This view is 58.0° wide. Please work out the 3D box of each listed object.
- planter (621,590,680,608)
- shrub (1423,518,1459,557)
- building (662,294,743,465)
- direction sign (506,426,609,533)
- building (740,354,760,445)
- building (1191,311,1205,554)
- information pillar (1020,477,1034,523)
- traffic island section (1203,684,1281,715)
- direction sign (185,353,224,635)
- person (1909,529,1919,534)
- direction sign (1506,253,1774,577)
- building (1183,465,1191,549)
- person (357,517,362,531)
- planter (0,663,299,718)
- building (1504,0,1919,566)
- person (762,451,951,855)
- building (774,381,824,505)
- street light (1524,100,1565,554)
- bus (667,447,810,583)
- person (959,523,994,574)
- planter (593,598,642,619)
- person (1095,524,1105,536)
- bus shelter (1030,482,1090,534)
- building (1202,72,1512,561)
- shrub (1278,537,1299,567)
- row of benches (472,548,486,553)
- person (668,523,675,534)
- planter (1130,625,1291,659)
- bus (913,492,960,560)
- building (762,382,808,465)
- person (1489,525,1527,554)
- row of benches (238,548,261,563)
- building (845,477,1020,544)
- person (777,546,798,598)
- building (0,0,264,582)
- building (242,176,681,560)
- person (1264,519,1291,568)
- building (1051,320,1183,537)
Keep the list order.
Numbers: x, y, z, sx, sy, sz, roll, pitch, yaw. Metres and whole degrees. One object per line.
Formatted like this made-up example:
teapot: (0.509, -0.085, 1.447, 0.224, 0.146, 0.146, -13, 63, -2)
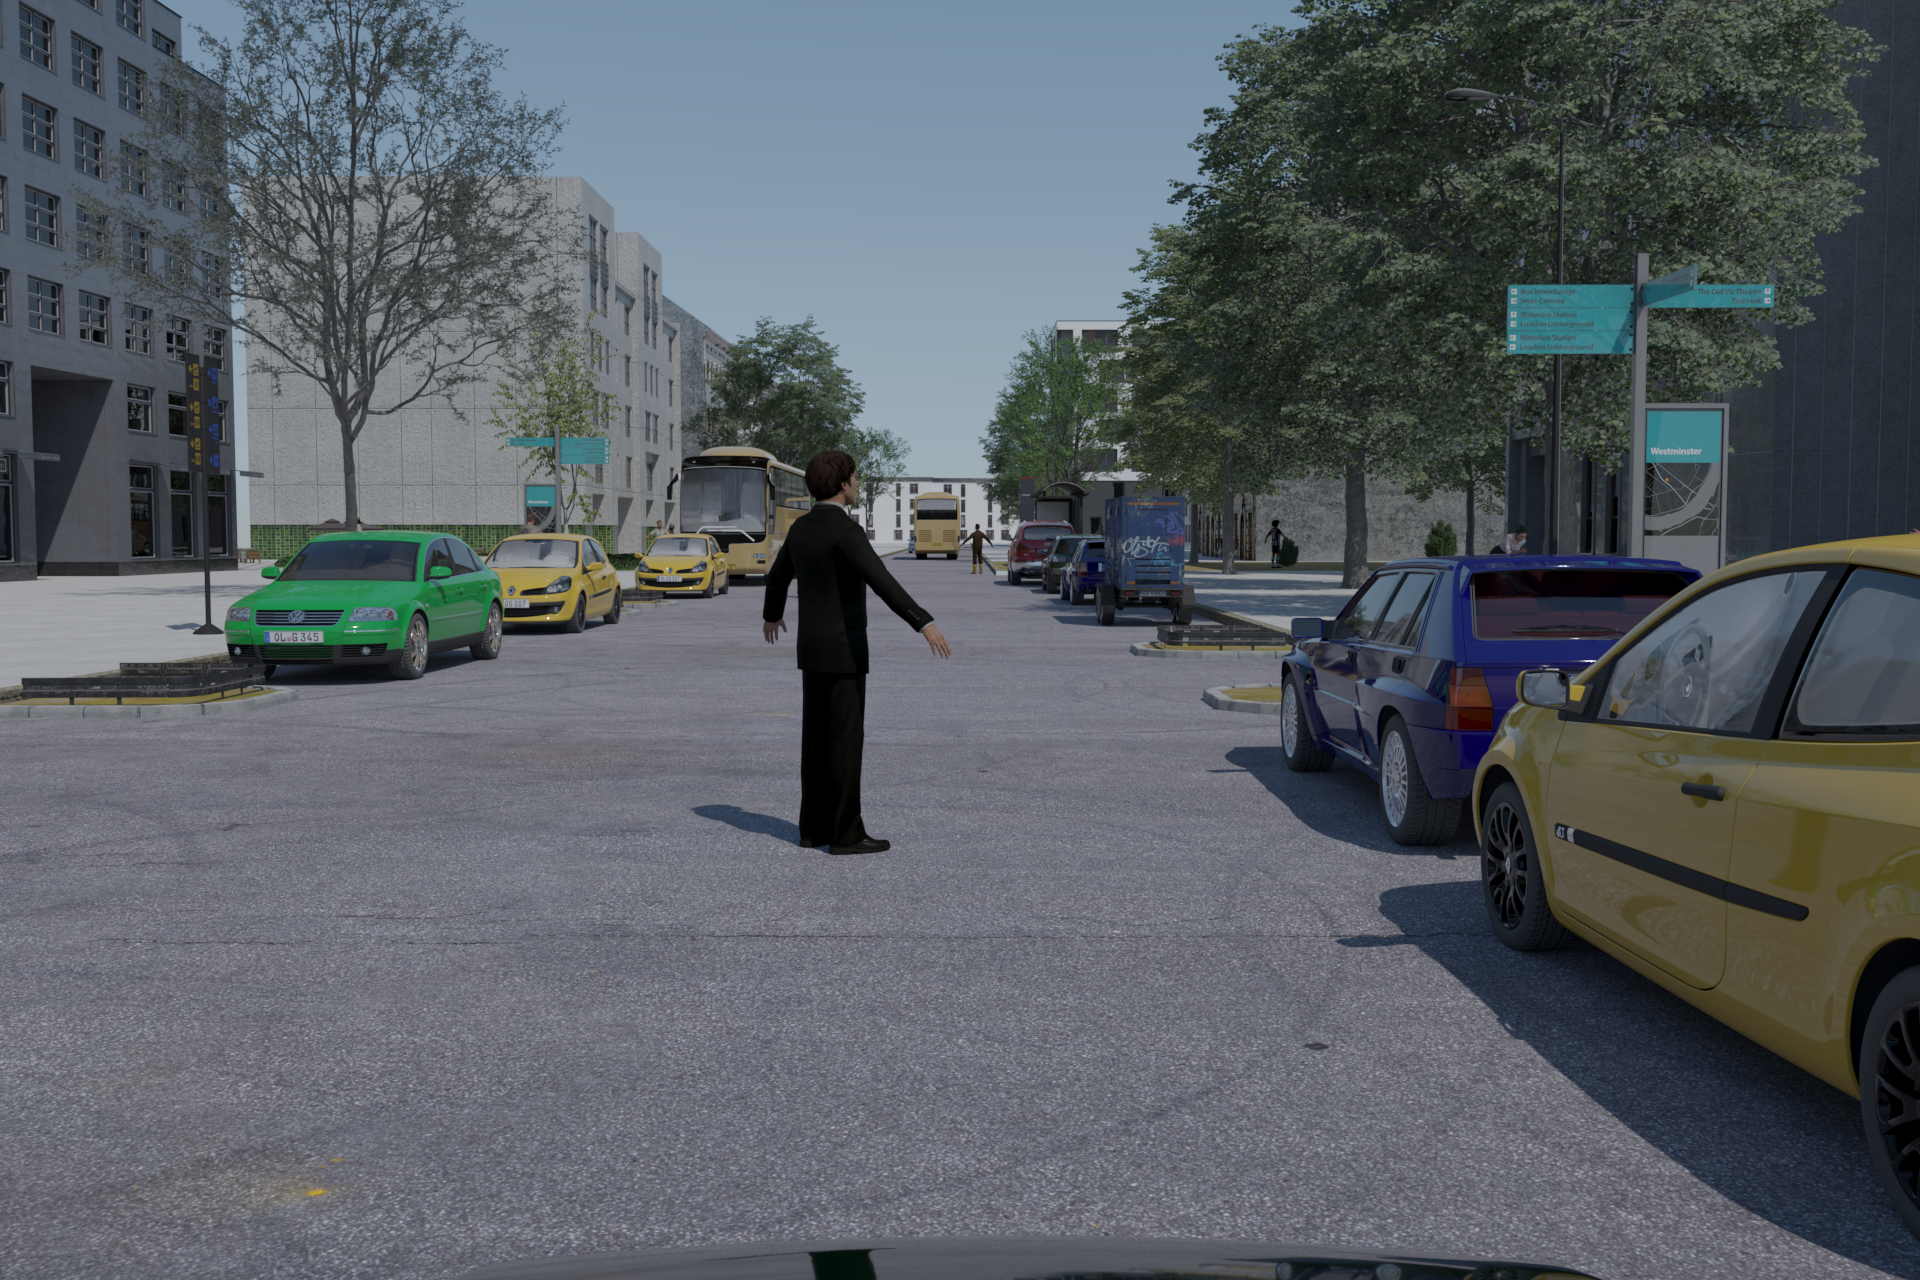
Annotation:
planter: (-6.645, -0.812, 34.410, 1.991, 0.319, 1.994, 0, 3, 0)
shrub: (21.987, -4.571, 79.153, 1.690, 2.028, 1.600, 0, 3, 0)
building: (-27.952, -18.708, 136.800, 19.493, 23.208, 18.063, 0, 4, 1)
direction sign: (-9.907, -3.336, 43.312, 2.525, 3.948, 1.411, 0, 4, 0)
building: (-26.839, -19.671, 178.033, 16.016, 20.090, 11.380, 0, 4, 0)
building: (25.091, -17.006, 108.972, 19.493, 23.208, 18.063, 0, 4, 0)
information pillar: (3.037, -5.455, 78.569, 0.750, 3.857, 0.750, 0, 4, 0)
traffic island section: (3.090, 0.506, 14.594, 1.991, 0.108, 1.994, 0, 4, 0)
direction sign: (-9.639, -1.842, 22.115, 0.379, 3.537, 0.876, 0, 3, 0)
person: (13.489, -1.105, 23.972, 0.599, 1.838, 0.709, 0, 4, -2)
direction sign: (6.484, -1.669, 16.053, 2.525, 3.948, 1.411, 0, 4, 1)
building: (23.915, -11.992, 138.217, 9.099, 9.664, 28.070, 0, 4, 0)
person: (-18.807, -2.929, 53.970, 0.704, 1.819, 1.344, -2, 4, -25)
planter: (-6.705, 0.408, 14.472, 1.991, 0.319, 1.994, 0, 4, 1)
building: (25.241, -14.266, 50.506, 12.078, 24.872, 19.932, 0, 4, 0)
person: (-0.550, 0.048, 7.856, 0.705, 1.806, 1.347, -3, 5, -40)
building: (-27.251, -23.786, 219.823, 19.493, 23.208, 18.063, 0, 4, 0)
street light: (6.828, -2.794, 18.221, 1.470, 5.913, 1.316, 0, 4, 0)
bus: (-6.348, -3.719, 52.346, 2.896, 3.916, 12.252, 0, 4, 0)
person: (0.612, -3.272, 62.097, 1.346, 1.812, 0.704, -1, 4, -21)
planter: (-6.644, -0.556, 30.236, 1.991, 0.319, 1.994, 0, 4, 1)
person: (7.636, -5.362, 93.803, 0.705, 1.813, 1.348, -3, 5, -41)
bus shelter: (3.949, -4.625, 69.543, 2.014, 3.302, 5.546, 0, 4, -1)
building: (23.171, -15.846, 90.004, 19.493, 23.208, 18.063, 0, 4, 0)
shrub: (12.806, -3.468, 67.819, 1.383, 1.207, 1.383, 0, 3, 0)
row of benches: (-21.889, -3.792, 77.458, 4.104, 0.672, 1.422, 0, 4, -1)
person: (-15.048, -5.186, 90.557, 0.705, 1.858, 1.354, 0, 4, 2)
planter: (3.074, 0.019, 20.823, 1.991, 0.319, 1.994, 0, 4, 0)
bus: (-1.346, -6.658, 100.412, 2.896, 3.916, 12.252, 0, 4, -1)
building: (-27.815, -22.676, 201.688, 19.493, 23.208, 18.063, 0, 4, 0)
person: (9.197, -1.207, 28.974, 0.799, 1.438, 0.628, 3, 5, 39)
row of benches: (-32.395, -3.830, 78.082, 1.422, 0.672, 4.104, -3, 4, -37)
building: (-4.552, -18.954, 254.507, 28.070, 9.664, 9.099, 0, 4, -8)
person: (-3.462, -1.876, 38.906, 1.354, 1.856, 0.705, 0, 4, 4)
building: (-30.331, -14.128, 49.406, 11.959, 24.771, 22.079, 0, 3, 0)
building: (-27.183, -14.390, 101.737, 16.747, 18.905, 31.486, 0, 4, 0)
person: (11.835, -3.587, 64.784, 0.704, 1.843, 1.345, -2, 4, -35)
building: (23.300, -20.667, 181.885, 27.936, 21.610, 32.646, 0, 4, 0)
